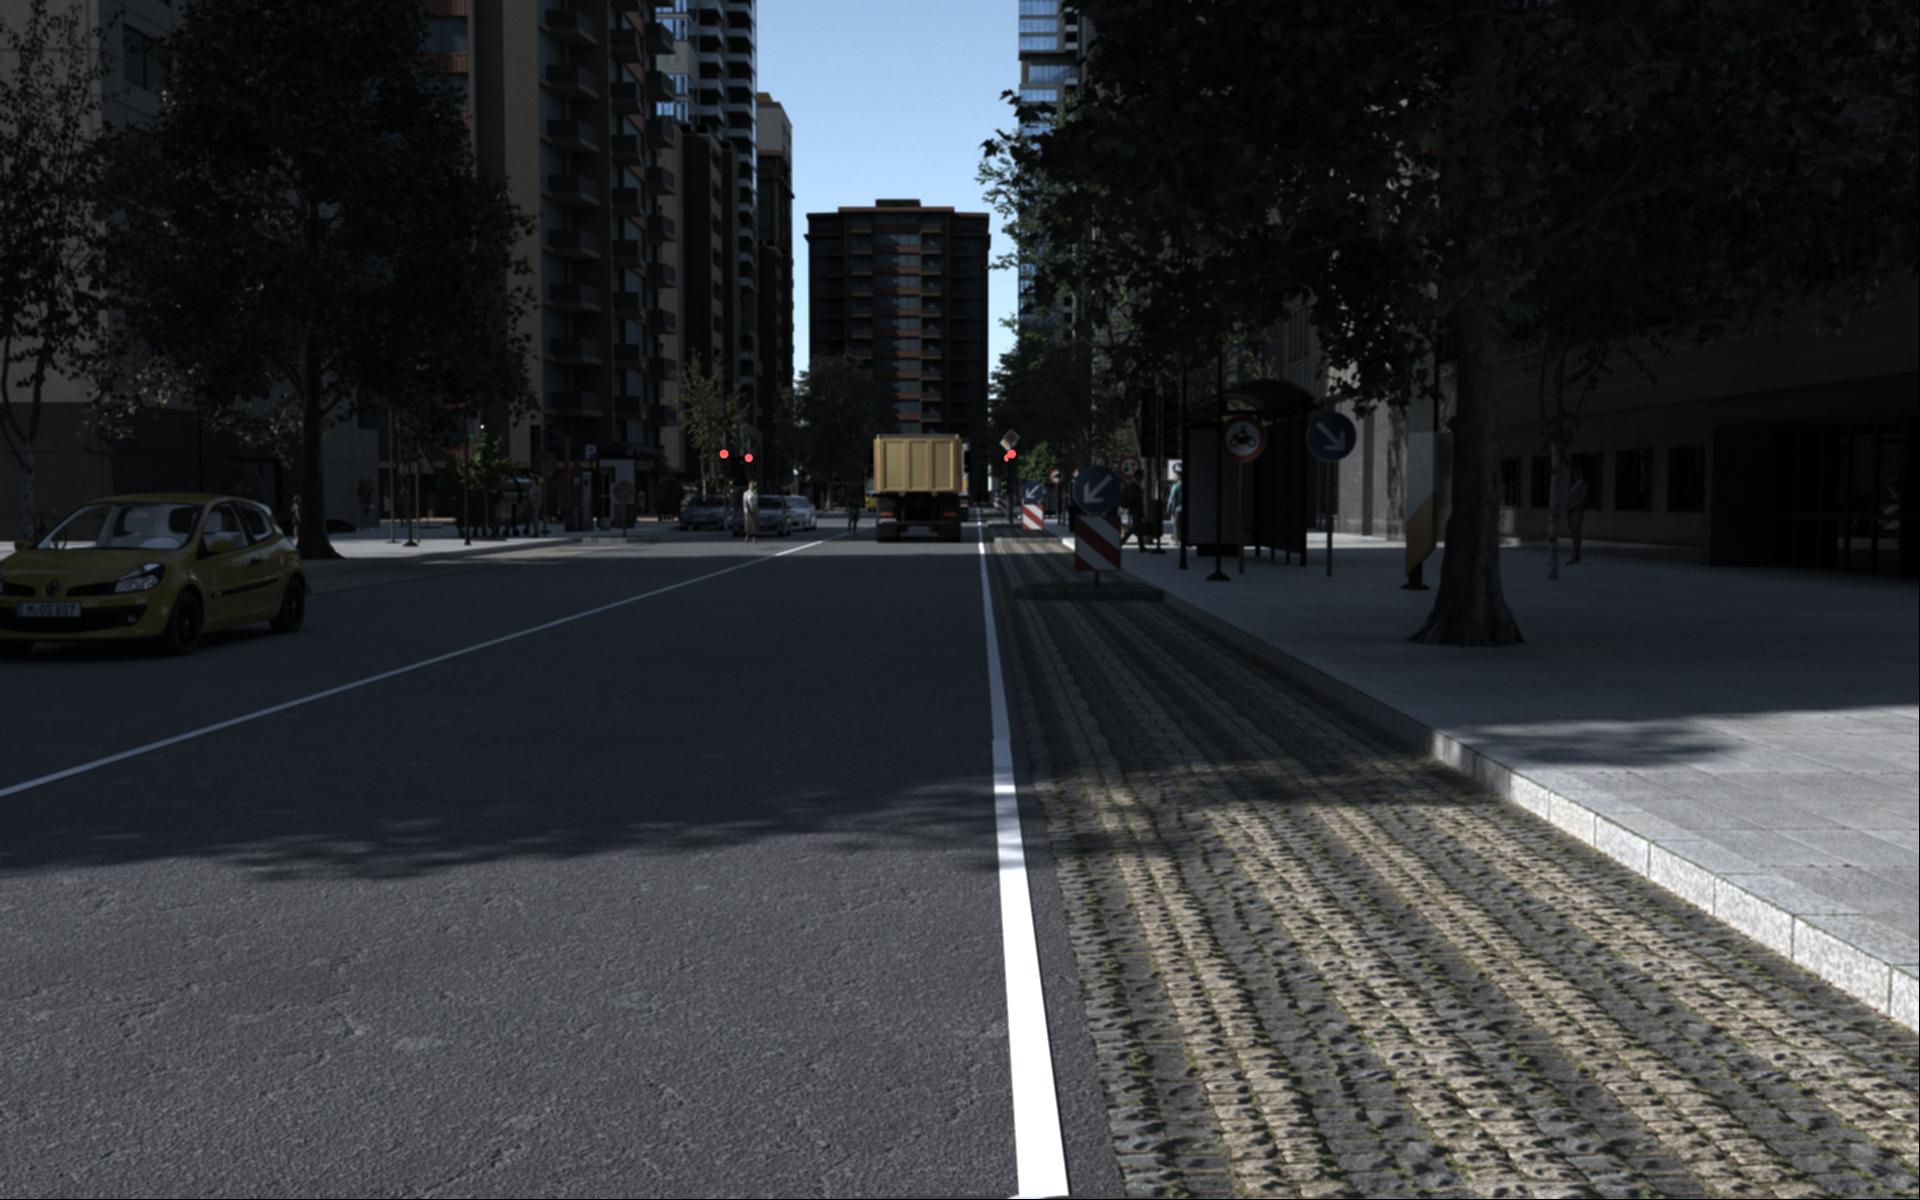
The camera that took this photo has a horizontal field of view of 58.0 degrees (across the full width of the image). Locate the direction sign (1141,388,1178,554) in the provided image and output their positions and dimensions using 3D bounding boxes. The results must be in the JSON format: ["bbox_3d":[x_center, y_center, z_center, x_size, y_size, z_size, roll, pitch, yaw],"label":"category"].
[{"bbox_3d":[4.268,-2.760,37.117,0.876,3.537,0.379,-1,4,-23],"label":"direction sign"}]

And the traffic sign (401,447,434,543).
[{"bbox_3d":[-14.065,-2.747,44.917,0.884,2.594,0.081,0,4,7],"label":"traffic sign"}]

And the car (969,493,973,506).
[{"bbox_3d":[0.523,-12.750,217.142,2.281,1.827,5.304,0,4,2],"label":"car"}]

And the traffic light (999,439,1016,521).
[{"bbox_3d":[2.246,-5.676,81.723,0.839,4.253,0.868,0,4,1],"label":"traffic light"}]

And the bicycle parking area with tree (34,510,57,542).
[{"bbox_3d":[-23.166,-2.936,35.011,8.231,4.147,9.016,0,4,3],"label":"bicycle parking area with tree"}]

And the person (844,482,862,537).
[{"bbox_3d":[-3.610,-3.055,58.427,0.573,1.828,0.580,1,4,13],"label":"person"}]

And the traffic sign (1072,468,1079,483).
[{"bbox_3d":[5.713,-5.193,84.904,0.884,2.594,0.081,1,4,9],"label":"traffic sign"}]

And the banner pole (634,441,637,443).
[{"bbox_3d":[-15.252,-5.589,81.393,0.401,3.779,0.863,-1,4,-14],"label":"banner pole"}]

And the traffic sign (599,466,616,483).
[{"bbox_3d":[-13.045,-3.792,64.127,0.606,2.300,0.079,0,4,5],"label":"traffic sign"}]

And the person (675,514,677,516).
[{"bbox_3d":[-16.468,-5.763,100.461,0.583,1.804,0.606,-3,4,-39],"label":"person"}]

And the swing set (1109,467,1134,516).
[{"bbox_3d":[8.949,-6.186,98.760,3.119,2.851,2.862,-2,4,-29],"label":"swing set"}]

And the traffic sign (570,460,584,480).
[{"bbox_3d":[-14.365,-3.974,64.979,0.884,2.594,0.081,0,4,4],"label":"traffic sign"}]

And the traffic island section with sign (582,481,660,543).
[{"bbox_3d":[-9.920,-2.590,50.968,1.989,1.847,2.006,0,4,1],"label":"traffic island section with sign"}]

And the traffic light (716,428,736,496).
[{"bbox_3d":[-9.990,-5.194,73.837,0.839,4.253,0.868,0,4,1],"label":"traffic light"}]

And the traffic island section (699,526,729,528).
[{"bbox_3d":[-10.030,-3.162,73.972,2.009,0.180,2.903,0,4,1],"label":"traffic island section"}]

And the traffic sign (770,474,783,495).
[{"bbox_3d":[-11.767,-6.790,111.023,0.884,2.594,0.081,0,4,4],"label":"traffic sign"}]

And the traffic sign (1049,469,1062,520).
[{"bbox_3d":[4.878,-5.327,87.200,0.768,2.556,0.104,0,4,6],"label":"traffic sign"}]

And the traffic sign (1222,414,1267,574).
[{"bbox_3d":[4.523,-1.693,27.783,0.768,2.556,0.104,0,4,4],"label":"traffic sign"}]

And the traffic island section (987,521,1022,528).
[{"bbox_3d":[2.286,-3.643,81.836,2.009,0.180,2.903,0,4,1],"label":"traffic island section"}]

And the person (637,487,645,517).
[{"bbox_3d":[-18.146,-5.591,98.456,0.522,1.701,0.512,3,5,41],"label":"person"}]

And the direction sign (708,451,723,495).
[{"bbox_3d":[-12.969,-6.120,92.065,0.876,3.537,0.379,1,4,21],"label":"direction sign"}]

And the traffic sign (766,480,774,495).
[{"bbox_3d":[-13.394,-7.359,122.444,0.606,2.300,0.079,0,4,2],"label":"traffic sign"}]

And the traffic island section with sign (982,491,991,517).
[{"bbox_3d":[2.520,-5.982,106.434,1.989,1.847,2.006,0,4,1],"label":"traffic island section with sign"}]

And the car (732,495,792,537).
[{"bbox_3d":[-6.726,-2.889,59.230,2.014,1.417,4.499,0,4,-1],"label":"car"}]

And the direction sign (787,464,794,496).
[{"bbox_3d":[-12.732,-8.450,130.153,0.379,3.537,0.876,2,4,24],"label":"direction sign"}]

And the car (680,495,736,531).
[{"bbox_3d":[-9.961,-3.473,68.788,2.014,1.417,4.499,0,4,0],"label":"car"}]

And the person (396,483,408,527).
[{"bbox_3d":[-21.562,-3.705,66.901,0.520,1.790,0.573,0,4,-4],"label":"person"}]

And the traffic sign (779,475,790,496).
[{"bbox_3d":[-11.567,-6.951,113.760,0.768,2.556,0.104,0,4,5],"label":"traffic sign"}]

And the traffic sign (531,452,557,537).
[{"bbox_3d":[-12.439,-3.163,51.818,0.768,2.556,0.104,0,4,1],"label":"traffic sign"}]

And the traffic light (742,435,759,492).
[{"bbox_3d":[-9.915,-5.682,81.821,0.839,4.253,0.868,0,4,1],"label":"traffic light"}]

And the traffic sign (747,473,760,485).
[{"bbox_3d":[-12.329,-6.312,103.303,0.768,2.556,0.104,1,4,8],"label":"traffic sign"}]

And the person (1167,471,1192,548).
[{"bbox_3d":[5.294,-2.180,41.554,0.638,1.841,0.748,0,4,-8],"label":"person"}]

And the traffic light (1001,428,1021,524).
[{"bbox_3d":[2.171,-5.188,73.738,0.839,4.253,0.868,0,4,1],"label":"traffic light"}]

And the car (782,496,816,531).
[{"bbox_3d":[-6.676,-3.403,68.003,2.083,1.381,4.827,0,4,0],"label":"car"}]

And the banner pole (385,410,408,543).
[{"bbox_3d":[-14.819,-3.402,45.637,0.401,3.779,0.863,1,4,20],"label":"banner pole"}]

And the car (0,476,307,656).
[{"bbox_3d":[-7.706,-0.387,16.544,2.015,1.641,3.980,0,4,-1],"label":"car"}]

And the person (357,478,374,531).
[{"bbox_3d":[-20.467,-3.289,59.796,0.580,1.828,0.573,-3,5,-42],"label":"person"}]

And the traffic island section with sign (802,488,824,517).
[{"bbox_3d":[-9.389,-5.989,106.556,1.989,1.847,2.006,0,4,1],"label":"traffic island section with sign"}]

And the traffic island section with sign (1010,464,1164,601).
[{"bbox_3d":[1.749,-0.943,24.049,1.989,1.847,2.006,0,4,1],"label":"traffic island section with sign"}]

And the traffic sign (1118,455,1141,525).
[{"bbox_3d":[5.599,-3.489,57.148,0.768,2.556,0.104,1,4,10],"label":"traffic sign"}]

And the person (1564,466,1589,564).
[{"bbox_3d":[11.218,-1.555,31.741,0.573,1.790,0.520,-1,4,-23],"label":"person"}]

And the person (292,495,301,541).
[{"bbox_3d":[-18.244,-2.269,47.809,0.373,1.253,0.362,-1,4,-9],"label":"person"}]

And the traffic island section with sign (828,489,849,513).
[{"bbox_3d":[-9.145,-7.638,133.510,1.989,1.847,2.006,0,4,1],"label":"traffic island section with sign"}]

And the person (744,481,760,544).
[{"bbox_3d":[-6.025,-2.513,49.819,0.478,1.798,0.641,-1,4,-23],"label":"person"}]

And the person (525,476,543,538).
[{"bbox_3d":[-12.641,-2.746,51.140,0.606,1.804,0.583,2,4,26],"label":"person"}]

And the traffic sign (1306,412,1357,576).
[{"bbox_3d":[5.756,-1.640,26.924,0.768,2.556,0.104,0,4,7],"label":"traffic sign"}]

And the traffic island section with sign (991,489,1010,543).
[{"bbox_3d":[1.998,-2.592,51.003,1.989,1.847,2.006,0,4,1],"label":"traffic island section with sign"}]

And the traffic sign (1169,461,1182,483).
[{"bbox_3d":[6.559,-3.055,52.076,0.606,2.300,0.079,0,4,2],"label":"traffic sign"}]

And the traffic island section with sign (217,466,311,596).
[{"bbox_3d":[-10.178,-0.941,24.014,1.989,1.847,2.006,0,4,1],"label":"traffic island section with sign"}]
